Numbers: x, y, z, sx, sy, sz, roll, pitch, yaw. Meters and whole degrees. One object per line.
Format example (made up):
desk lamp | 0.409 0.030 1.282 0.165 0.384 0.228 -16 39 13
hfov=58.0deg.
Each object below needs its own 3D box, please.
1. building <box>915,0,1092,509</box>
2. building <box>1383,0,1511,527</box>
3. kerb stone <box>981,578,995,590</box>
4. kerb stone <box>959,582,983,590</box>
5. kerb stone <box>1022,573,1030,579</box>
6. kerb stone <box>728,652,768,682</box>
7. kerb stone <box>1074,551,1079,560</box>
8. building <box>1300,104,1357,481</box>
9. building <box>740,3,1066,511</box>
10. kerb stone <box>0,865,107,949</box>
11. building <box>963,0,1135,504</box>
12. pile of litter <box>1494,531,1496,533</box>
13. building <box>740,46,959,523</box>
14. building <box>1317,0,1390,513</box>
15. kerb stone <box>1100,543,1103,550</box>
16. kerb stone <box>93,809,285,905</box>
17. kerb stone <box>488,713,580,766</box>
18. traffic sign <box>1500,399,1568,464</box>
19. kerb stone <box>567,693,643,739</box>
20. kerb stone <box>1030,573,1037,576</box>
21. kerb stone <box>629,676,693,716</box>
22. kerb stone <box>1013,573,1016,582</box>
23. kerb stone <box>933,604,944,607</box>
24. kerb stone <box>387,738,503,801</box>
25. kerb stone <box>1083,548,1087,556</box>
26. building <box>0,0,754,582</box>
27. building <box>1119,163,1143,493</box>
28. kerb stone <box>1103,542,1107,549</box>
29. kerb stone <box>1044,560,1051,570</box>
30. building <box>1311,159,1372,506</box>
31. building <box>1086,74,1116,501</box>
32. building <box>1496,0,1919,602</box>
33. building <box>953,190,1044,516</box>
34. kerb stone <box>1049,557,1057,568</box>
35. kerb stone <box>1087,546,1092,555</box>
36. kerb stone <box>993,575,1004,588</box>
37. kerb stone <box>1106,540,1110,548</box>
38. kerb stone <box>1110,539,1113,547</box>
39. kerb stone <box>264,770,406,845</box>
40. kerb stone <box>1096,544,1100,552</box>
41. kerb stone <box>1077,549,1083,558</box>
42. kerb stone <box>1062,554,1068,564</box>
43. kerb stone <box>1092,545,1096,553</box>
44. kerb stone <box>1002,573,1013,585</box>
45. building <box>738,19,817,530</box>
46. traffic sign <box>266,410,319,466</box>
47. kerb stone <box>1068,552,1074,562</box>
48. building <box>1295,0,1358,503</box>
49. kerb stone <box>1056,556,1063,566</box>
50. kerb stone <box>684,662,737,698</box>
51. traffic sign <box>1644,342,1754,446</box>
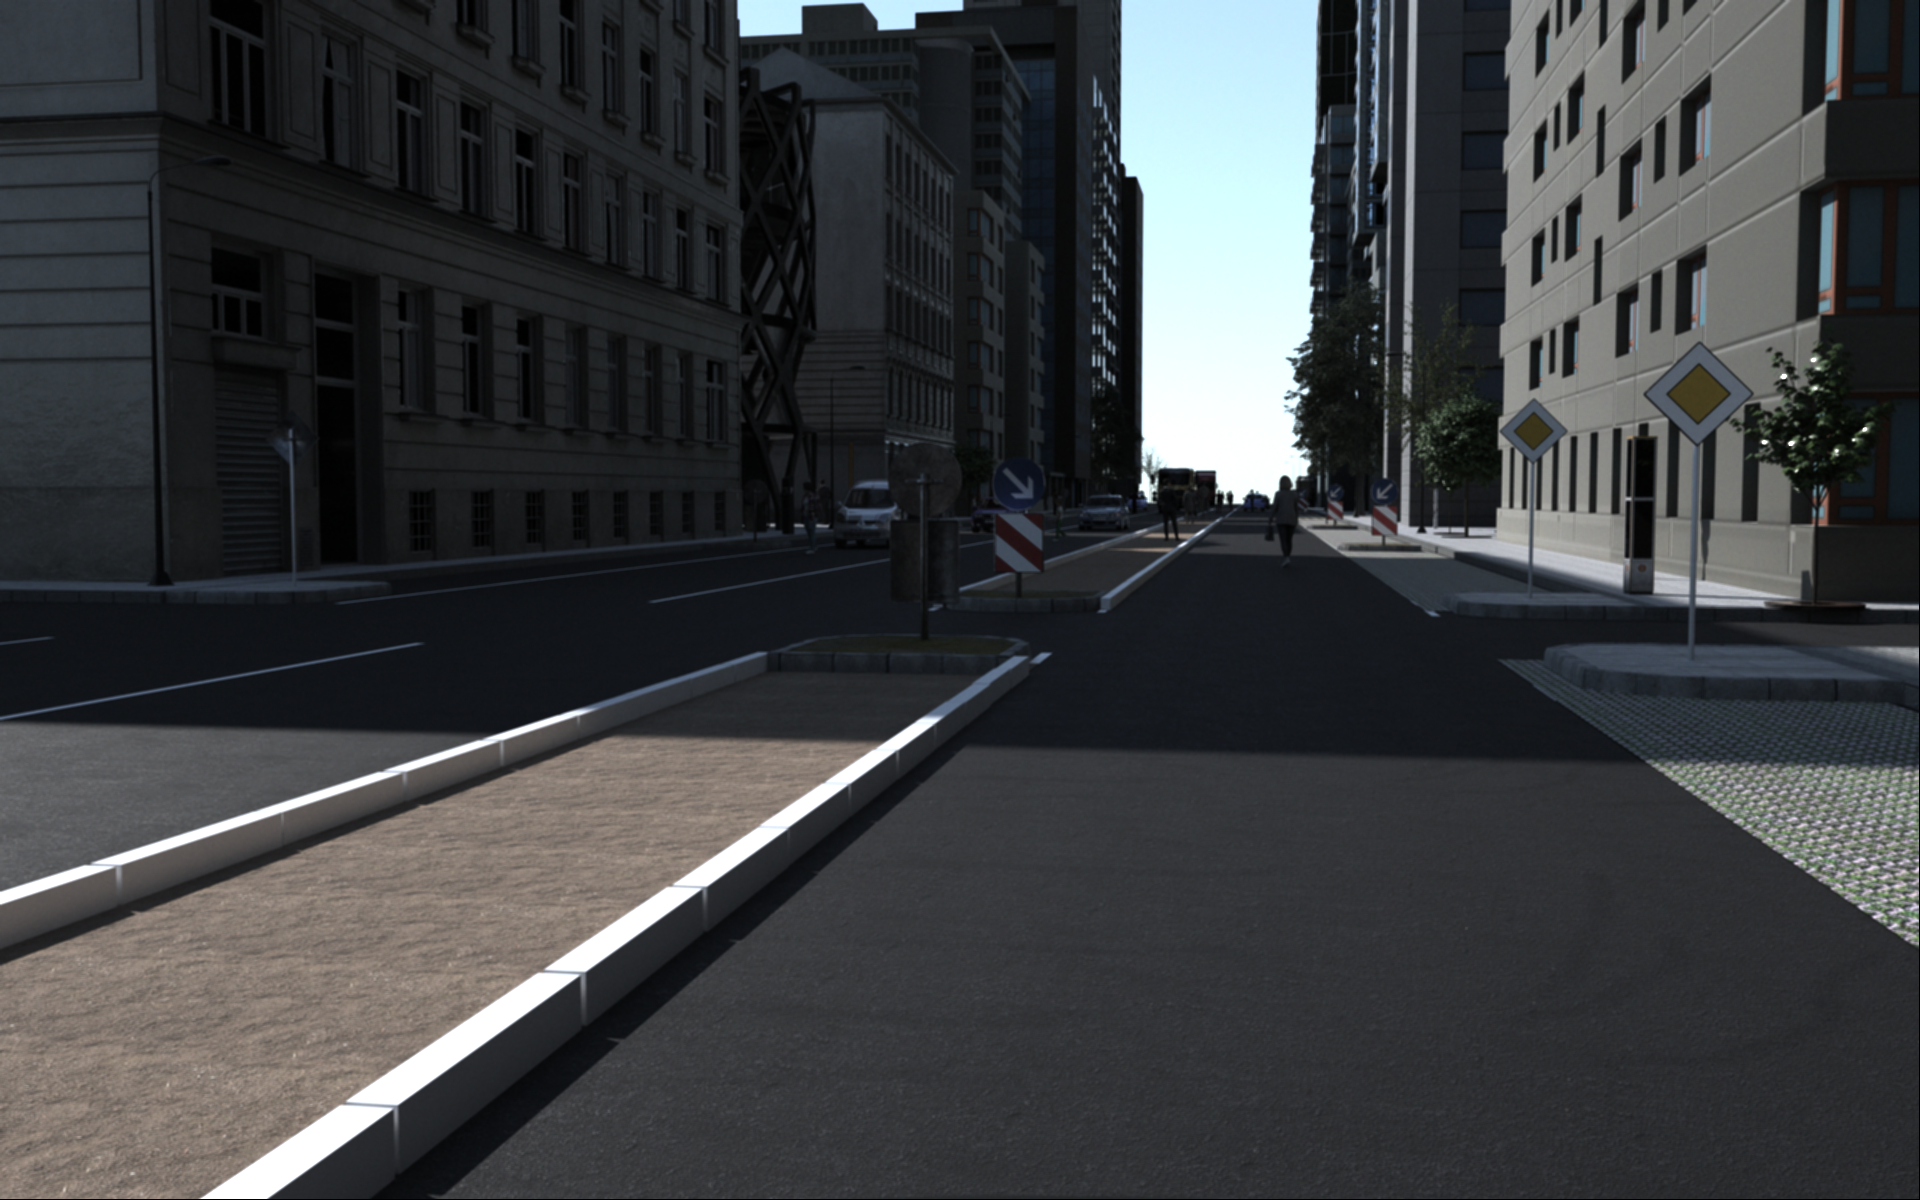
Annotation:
building | 4.464 -31.092 158.463 14.600 45.320 14.200 1 4 10
building | 30.311 -32.795 78.191 21.231 58.520 28.212 1 4 10
kerb stone | 0.337 -0.185 25.247 0.120 0.150 1.000 1 4 10
kerb stone | 0.153 -0.123 24.241 0.120 0.150 1.000 1 4 10
kerb stone | 1.021 -0.430 29.283 0.120 0.150 1.000 1 4 10
kerb stone | -1.666 0.529 13.591 0.120 0.150 1.000 1 4 10
kerb stone | 2.399 -0.927 37.356 0.120 0.150 1.000 1 4 10
building | 54.596 -36.336 213.706 23.786 49.044 30.456 1 4 10
building | -7.958 -27.493 141.396 32.217 40.220 23.993 1 4 10
kerb stone | -3.048 1.022 5.483 0.120 0.150 1.000 1 4 10
building | 12.133 -47.902 221.457 20.563 71.187 20.611 1 4 10
pile of litter | 18.282 -2.651 57.310 1.176 0.858 1.719 1 4 23
building | -6.385 -14.448 85.376 9.793 20.994 18.267 1 4 10
building | 43.597 -51.268 150.902 22.319 86.520 31.000 1 4 10
kerb stone | 3.419 -1.297 43.420 0.120 0.150 1.000 1 4 10
kerb stone | -2.876 0.960 6.499 0.120 0.150 1.000 1 4 10
kerb stone | -2.356 0.774 9.542 0.120 0.150 1.000 1 4 10
traffic sign | 7.020 -1.162 21.189 0.795 2.593 0.064 1 4 10
kerb stone | -2.182 0.712 10.550 0.120 0.150 1.000 1 4 10
kerb stone | 1.194 -0.489 30.290 0.120 0.150 1.000 1 4 10
kerb stone | -2.015 0.650 11.562 0.120 0.150 1.000 1 4 10
kerb stone | 0.841 -0.372 28.276 0.120 0.150 1.000 1 4 10
kerb stone | -0.193 -0.002 22.224 0.120 0.150 1.000 1 4 10
kerb stone | -2.532 0.837 8.518 0.120 0.150 1.000 1 4 10
kerb stone | 2.730 -1.051 39.381 0.120 0.150 1.000 1 4 10
building | -16.208 -12.621 39.644 16.112 22.955 30.059 1 4 10
building | 17.800 -36.012 238.906 14.600 45.320 14.200 1 4 10
kerb stone | 3.599 -1.357 44.426 0.120 0.150 1.000 1 4 10
kerb stone | 1.524 -0.617 32.307 0.120 0.150 1.000 1 4 10
building | 54.374 -30.226 186.071 32.217 40.220 23.993 1 4 10
building | 5.943 -35.333 197.302 23.786 49.044 30.456 1 4 10
building | 26.757 -11.388 31.239 28.899 21.520 27.650 1 4 10
building | -9.886 -16.520 115.145 27.650 21.520 28.899 1 4 10
kerb stone | 1.702 -0.677 33.313 0.120 0.150 1.000 1 4 10
kerb stone | 2.912 -1.113 40.396 0.120 0.150 1.000 1 4 10
kerb stone | 0.498 -0.245 26.262 0.120 0.150 1.000 1 4 10
kerb stone | 3.776 -1.421 45.437 0.120 0.150 1.000 1 4 10
kerb stone | 3.942 -1.483 46.445 0.120 0.150 1.000 1 4 10
kerb stone | -2.713 0.901 7.508 0.120 0.150 1.000 1 4 10
kerb stone | 3.250 -1.234 42.412 0.120 0.150 1.000 1 4 10
kerb stone | 2.565 -0.989 38.371 0.120 0.150 1.000 1 4 10
kerb stone | 2.043 -0.804 35.334 0.120 0.150 1.000 1 4 10
kerb stone | 3.083 -1.173 41.404 0.120 0.150 1.000 1 4 10
kerb stone | 0.663 -0.310 27.270 0.120 0.150 1.000 1 4 10
building | -13.993 -11.968 63.123 16.820 18.784 16.811 1 4 10
traffic sign | -9.237 -1.332 23.975 0.795 2.593 0.064 1 4 10
kerb stone | 2.220 -0.865 36.340 0.120 0.150 1.000 1 4 10
building | 57.266 -48.955 238.672 20.563 71.187 20.611 1 4 10
kerb stone | 1.870 -0.742 34.327 0.120 0.150 1.000 1 4 10
kerb stone | -1.843 0.591 12.573 0.120 0.150 1.000 1 4 10
traffic sign | 5.676 -0.681 13.317 0.795 2.593 0.064 1 4 10
